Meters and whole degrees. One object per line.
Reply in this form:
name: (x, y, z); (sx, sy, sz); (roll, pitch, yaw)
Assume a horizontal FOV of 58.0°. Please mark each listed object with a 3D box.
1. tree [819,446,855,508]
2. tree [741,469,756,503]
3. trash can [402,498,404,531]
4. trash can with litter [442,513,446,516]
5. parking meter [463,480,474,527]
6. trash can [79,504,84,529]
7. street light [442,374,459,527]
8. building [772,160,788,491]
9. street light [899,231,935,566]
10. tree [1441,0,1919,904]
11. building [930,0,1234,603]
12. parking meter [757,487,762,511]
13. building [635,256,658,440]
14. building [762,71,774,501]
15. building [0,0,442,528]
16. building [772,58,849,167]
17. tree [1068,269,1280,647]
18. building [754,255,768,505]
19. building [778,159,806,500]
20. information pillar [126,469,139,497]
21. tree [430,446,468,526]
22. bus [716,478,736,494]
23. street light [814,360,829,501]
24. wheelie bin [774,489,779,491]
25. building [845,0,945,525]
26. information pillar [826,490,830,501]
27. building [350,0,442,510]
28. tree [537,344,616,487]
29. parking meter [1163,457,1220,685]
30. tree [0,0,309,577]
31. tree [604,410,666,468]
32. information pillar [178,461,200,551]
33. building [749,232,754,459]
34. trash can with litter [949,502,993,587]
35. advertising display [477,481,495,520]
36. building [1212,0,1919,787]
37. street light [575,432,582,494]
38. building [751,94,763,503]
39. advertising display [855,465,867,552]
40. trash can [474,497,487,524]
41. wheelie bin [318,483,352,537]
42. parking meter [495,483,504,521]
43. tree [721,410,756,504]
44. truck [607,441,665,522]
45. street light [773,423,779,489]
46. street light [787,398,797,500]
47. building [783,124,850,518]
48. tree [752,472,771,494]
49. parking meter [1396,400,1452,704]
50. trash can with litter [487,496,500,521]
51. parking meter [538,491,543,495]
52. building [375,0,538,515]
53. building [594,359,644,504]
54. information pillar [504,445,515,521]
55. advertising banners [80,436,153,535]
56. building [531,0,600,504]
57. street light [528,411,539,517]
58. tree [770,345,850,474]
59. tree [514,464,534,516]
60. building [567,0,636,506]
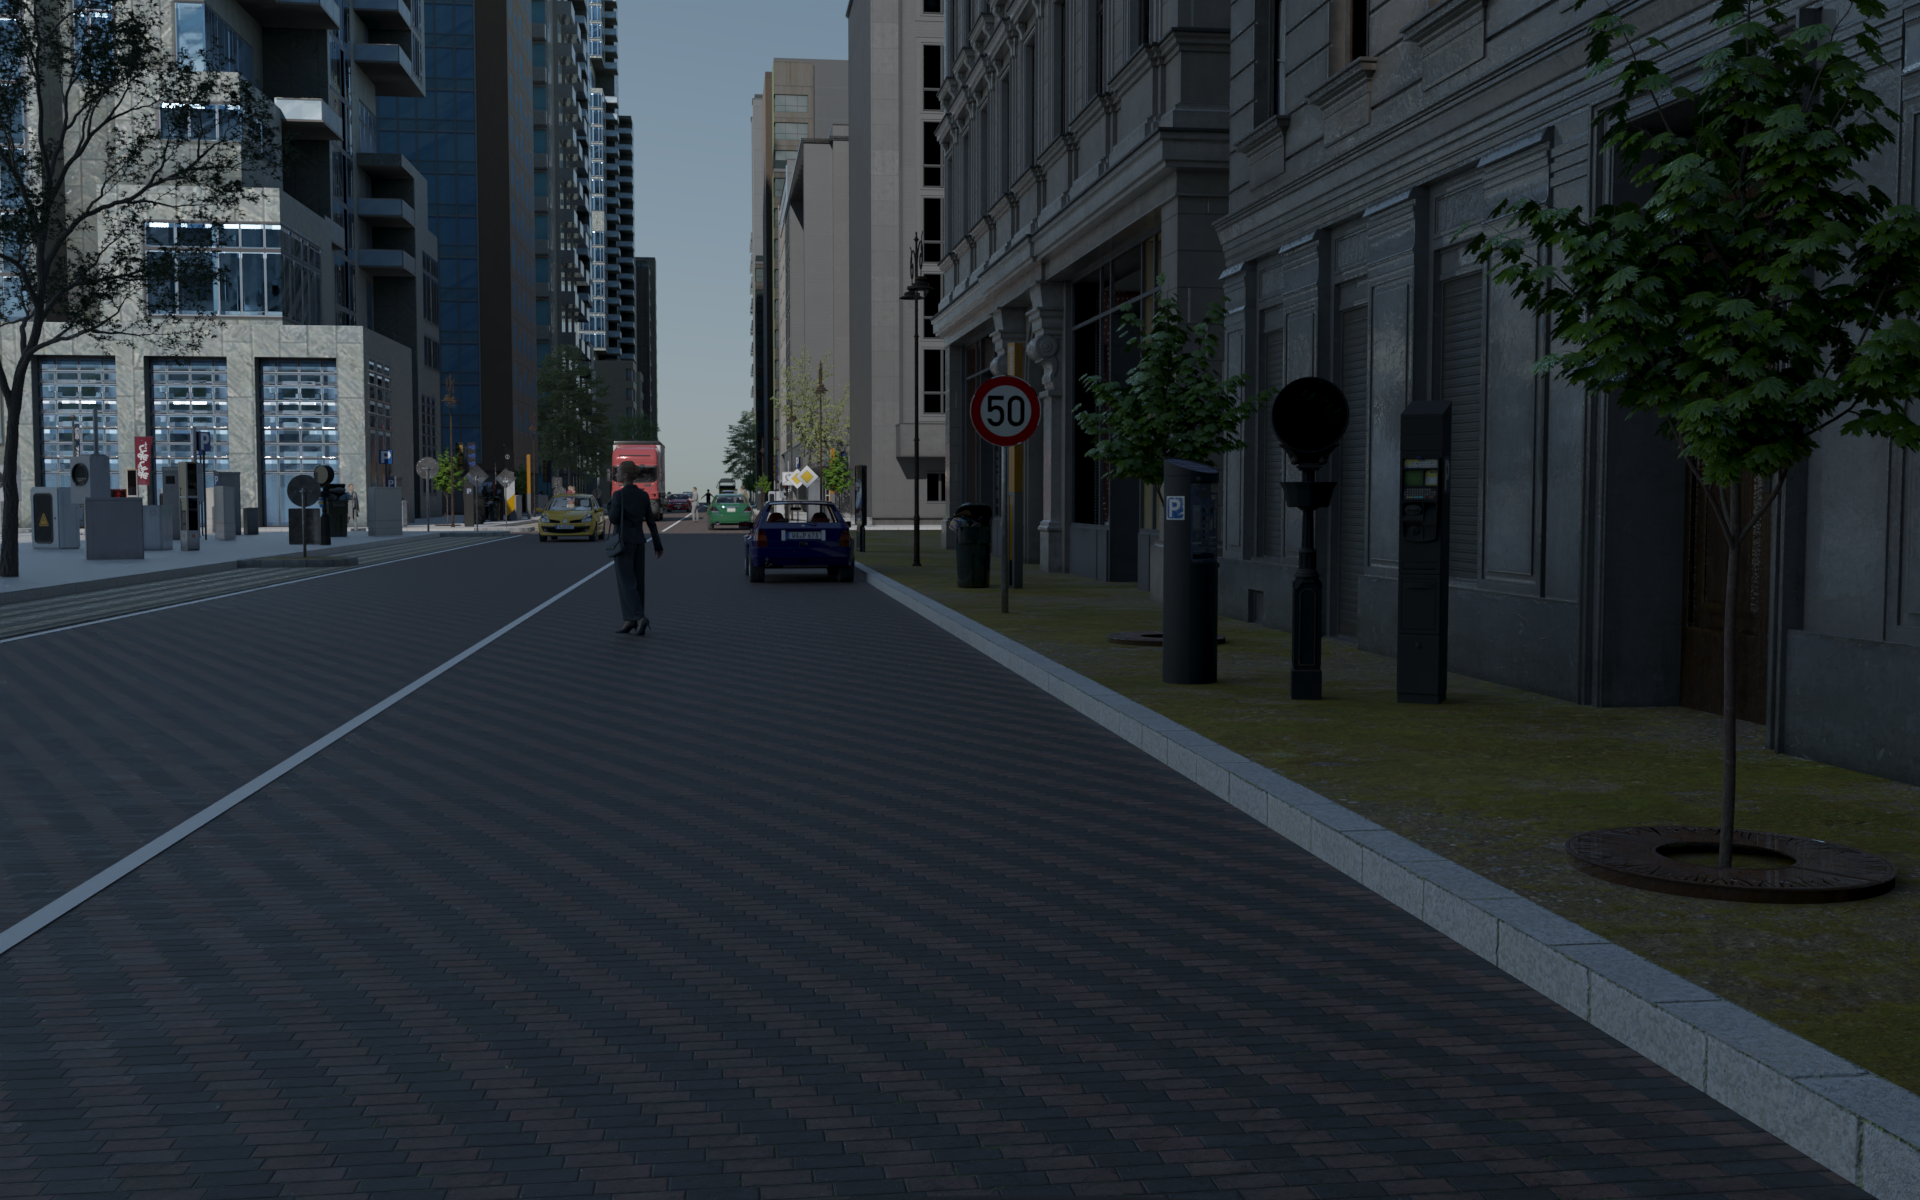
tree: (-4.738, -4.521, 68.518); (1.663, 3.219, 1.824); (0, 3, 0)
tree: (-27.291, -14.905, 227.410); (4.285, 4.588, 4.351); (0, 3, 0)
trash can: (-18.565, -2.753, 56.666); (0.748, 1.137, 0.748); (0, 3, 0)
trash can with litter: (-30.553, -5.441, 100.023); (2.233, 1.210, 1.678); (1, 4, 13)
parking meter: (-19.230, -3.795, 67.754); (0.399, 1.863, 0.255); (-1, 4, -23)
trash can: (-32.570, -3.221, 64.325); (0.748, 1.137, 0.748); (0, 3, 0)
street light: (-19.577, -5.743, 66.688); (0.468, 5.910, 1.993); (0, 4, -8)
building: (-9.546, -23.340, 153.316); (14.160, 30.474, 14.107); (0, 4, -8)
street light: (-0.769, -3.542, 30.694); (0.468, 5.910, 1.993); (0, 4, -8)
tree: (2.723, -0.681, 5.740); (1.663, 3.219, 1.824); (0, 3, 0)
building: (4.128, -11.546, 39.679); (10.553, 20.767, 40.483); (0, 4, -8)
parking meter: (-15.622, -7.906, 134.977); (0.399, 1.863, 0.255); (0, 4, -2)
building: (-57.996, -37.079, 289.843); (14.154, 41.232, 14.086); (0, 4, -8)
building: (-13.533, -32.513, 181.702); (14.600, 45.320, 14.200); (0, 4, -8)
building: (-36.039, -46.809, 78.002); (22.319, 86.520, 31.000); (0, 4, -8)
building: (-10.983, -29.567, 167.008); (14.154, 41.232, 14.086); (0, 4, -8)
tree: (1.751, -1.254, 15.104); (1.663, 3.219, 1.824); (0, 3, 0)
building: (-17.941, -26.879, 211.180); (14.160, 30.474, 14.107); (0, 4, -8)
building: (-7.548, -19.269, 133.067); (12.078, 24.808, 19.932); (0, 4, -8)
information pillar: (-24.224, -2.828, 50.733); (0.304, 2.012, 0.304); (-1, 4, -21)
tree: (-20.495, -4.590, 69.649); (1.663, 3.219, 1.824); (0, 3, 0)
bus: (-36.158, -16.913, 268.066); (2.896, 3.916, 12.252); (-1, 4, -9)
street light: (-4.823, -5.337, 60.044); (0.468, 5.910, 1.993); (0, 4, -8)
wheelie bin: (-11.457, -6.152, 108.500); (0.693, 1.594, 0.980); (1, 4, 16)
building: (7.425, -17.358, 77.305); (24.014, 27.812, 14.314); (0, 4, -8)
information pillar: (-6.353, -4.896, 84.537); (0.304, 2.012, 0.304); (3, 5, 44)
building: (-49.350, -53.251, 183.326); (22.319, 86.520, 31.000); (0, 4, -8)
tree: (-29.961, -13.026, 131.100); (7.486, 12.596, 7.792); (0, 3, 0)
parking meter: (1.572, -0.207, 11.798); (0.372, 1.533, 0.369); (0, 3, 0)
tree: (-14.587, -5.615, 26.225); (8.767, 10.594, 7.601); (-2, 4, -31)
tree: (-40.517, -17.743, 215.850); (9.928, 11.665, 9.643); (0, 3, 0)
information pillar: (-17.454, -2.124, 39.213); (0.304, 2.012, 0.304); (2, 4, 34)
building: (-23.401, -40.786, 286.463); (23.786, 49.044, 30.456); (0, 4, -8)
trash can with litter: (0.115, -0.768, 23.947); (0.624, 1.170, 1.055); (0, 4, -6)
advertising display: (-23.433, -4.919, 85.643); (0.974, 1.923, 0.123); (2, 4, 24)
building: (8.569, -9.811, 9.559); (9.793, 20.994, 18.267); (0, 4, -8)
street light: (-27.705, -9.361, 125.844); (0.468, 5.910, 1.993); (0, 4, -8)
building: (-20.206, -43.735, 257.058); (21.231, 58.520, 28.212); (0, 4, -8)
advertising display: (-2.205, -2.036, 38.497); (0.123, 1.923, 0.974); (-1, 4, -13)
trash can: (-20.574, -3.809, 73.938); (0.748, 1.137, 0.748); (0, 3, 0)
wheelie bin: (-18.638, -2.682, 51.753); (0.980, 1.594, 0.693); (-3, 5, -39)
parking meter: (-22.373, -4.792, 84.068); (0.399, 1.863, 0.255); (-1, 4, -13)
tree: (-28.479, -19.353, 234.546); (7.486, 12.596, 7.792); (0, 3, 0)
truck: (-17.296, -6.388, 93.353); (2.839, 4.237, 11.283); (0, 4, -8)
street light: (-11.963, -8.554, 112.646); (0.468, 5.910, 1.993); (0, 4, -8)
street light: (-8.087, -6.757, 83.271); (0.468, 5.910, 1.993); (0, 4, -8)
building: (-3.283, -17.636, 107.411); (14.314, 24.678, 30.058); (0, 4, -8)
tree: (-17.016, -9.450, 149.113); (1.663, 3.219, 1.824); (0, 3, 0)
parking meter: (2.862, -0.304, 10.677); (0.255, 1.863, 0.399); (2, 4, 25)
trash can with litter: (-22.141, -4.321, 82.036); (0.624, 1.170, 1.055); (-2, 4, -24)
parking meter: (-30.165, -7.106, 124.596); (0.372, 1.533, 0.369); (0, 3, 0)
building: (-34.942, -28.142, 110.237); (14.600, 45.320, 14.200); (0, 4, -8)
building: (-57.984, -23.981, 237.120); (27.650, 21.520, 28.899); (0, 4, -8)
information pillar: (-21.568, -5.597, 82.858); (0.504, 3.616, 0.183); (-2, 4, -35)
advertising banners: (-25.404, -3.427, 52.214); (2.074, 3.025, 0.090); (-1, 4, -11)
building: (-44.982, -32.691, 154.110); (23.786, 49.044, 30.456); (0, 4, -8)
street light: (-23.620, -7.538, 96.040); (0.468, 5.910, 1.993); (0, 4, -8)
tree: (-7.400, -8.343, 86.768); (4.737, 8.622, 4.395); (0, 3, 0)
tree: (-25.316, -6.470, 100.385); (1.663, 3.219, 1.824); (0, 3, 0)
building: (-59.785, -58.277, 265.506); (22.319, 86.520, 31.000); (0, 4, -8)
